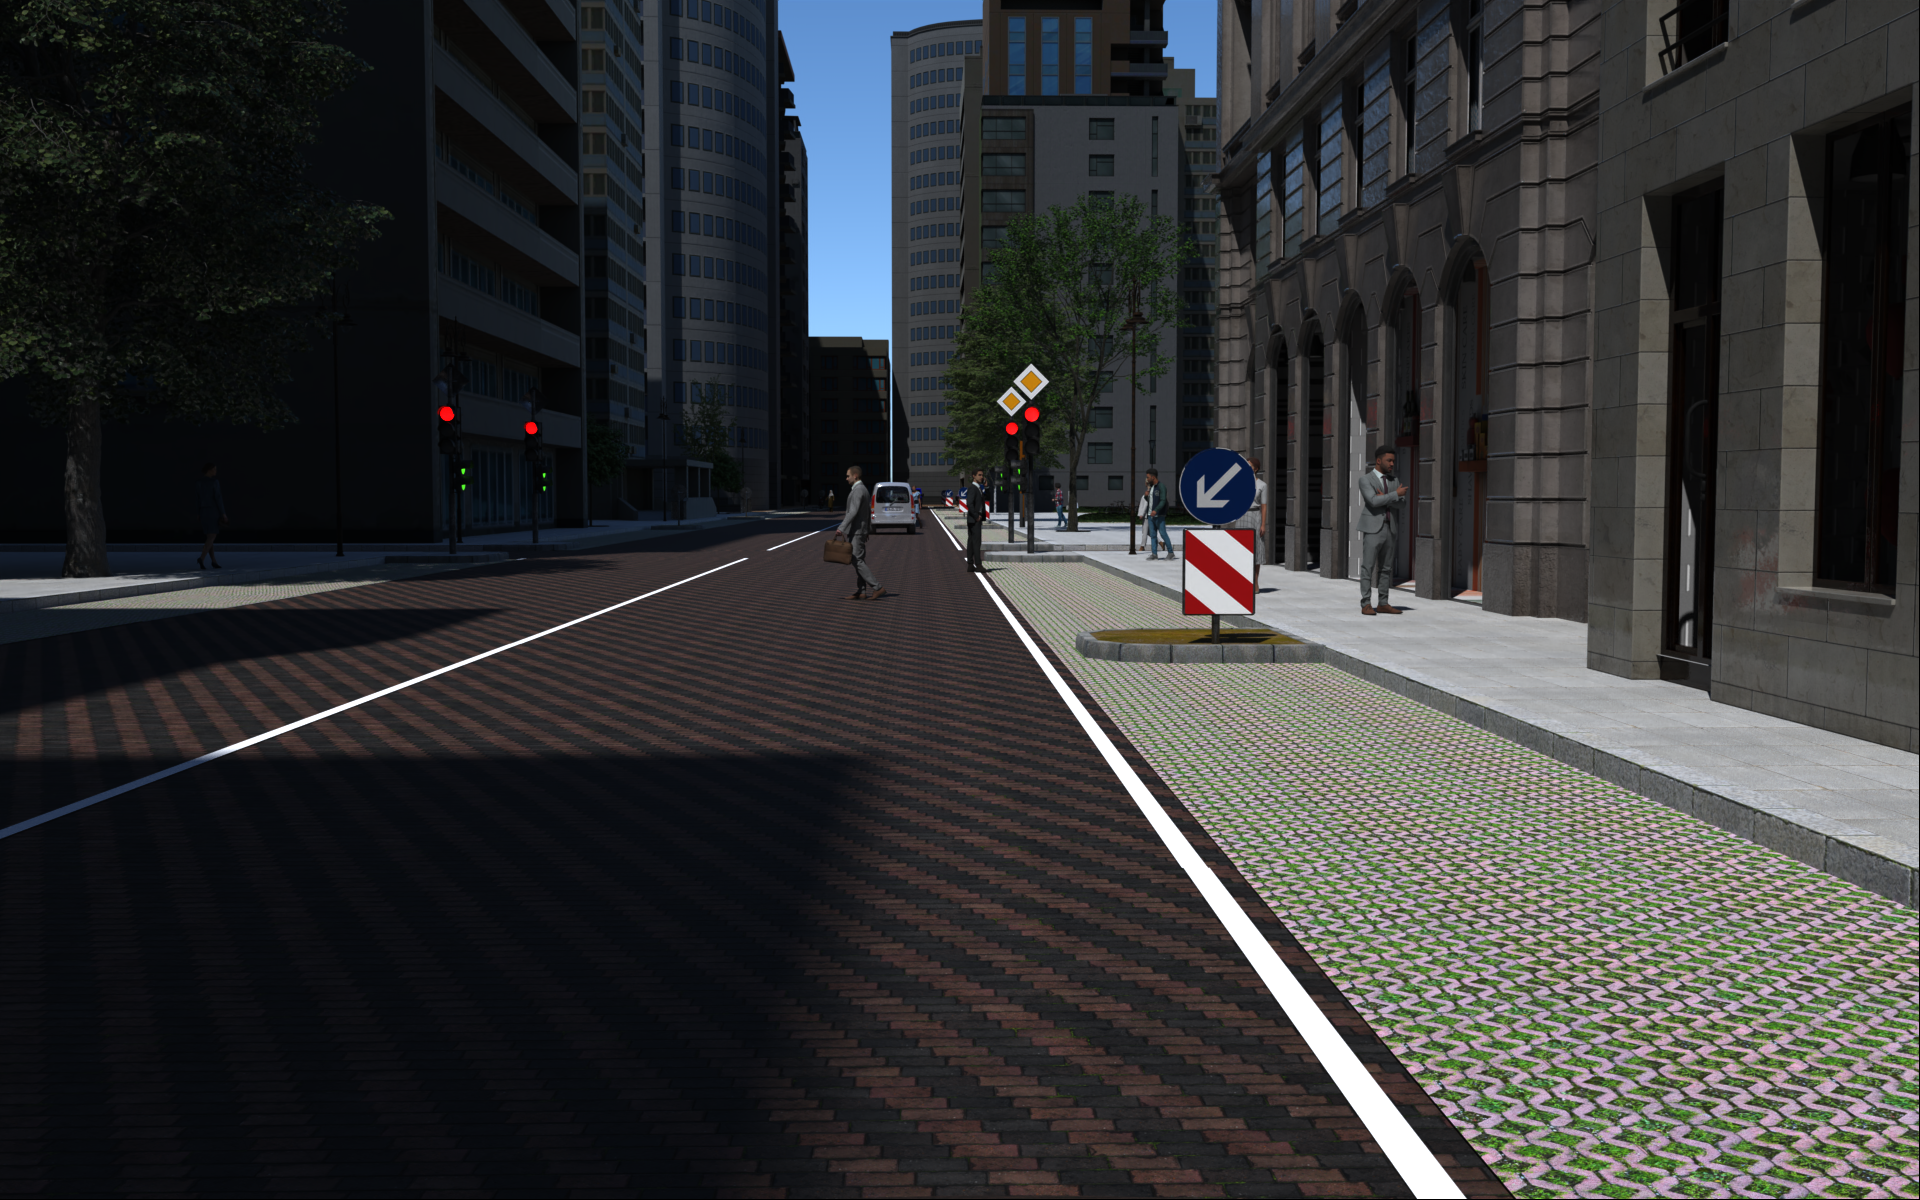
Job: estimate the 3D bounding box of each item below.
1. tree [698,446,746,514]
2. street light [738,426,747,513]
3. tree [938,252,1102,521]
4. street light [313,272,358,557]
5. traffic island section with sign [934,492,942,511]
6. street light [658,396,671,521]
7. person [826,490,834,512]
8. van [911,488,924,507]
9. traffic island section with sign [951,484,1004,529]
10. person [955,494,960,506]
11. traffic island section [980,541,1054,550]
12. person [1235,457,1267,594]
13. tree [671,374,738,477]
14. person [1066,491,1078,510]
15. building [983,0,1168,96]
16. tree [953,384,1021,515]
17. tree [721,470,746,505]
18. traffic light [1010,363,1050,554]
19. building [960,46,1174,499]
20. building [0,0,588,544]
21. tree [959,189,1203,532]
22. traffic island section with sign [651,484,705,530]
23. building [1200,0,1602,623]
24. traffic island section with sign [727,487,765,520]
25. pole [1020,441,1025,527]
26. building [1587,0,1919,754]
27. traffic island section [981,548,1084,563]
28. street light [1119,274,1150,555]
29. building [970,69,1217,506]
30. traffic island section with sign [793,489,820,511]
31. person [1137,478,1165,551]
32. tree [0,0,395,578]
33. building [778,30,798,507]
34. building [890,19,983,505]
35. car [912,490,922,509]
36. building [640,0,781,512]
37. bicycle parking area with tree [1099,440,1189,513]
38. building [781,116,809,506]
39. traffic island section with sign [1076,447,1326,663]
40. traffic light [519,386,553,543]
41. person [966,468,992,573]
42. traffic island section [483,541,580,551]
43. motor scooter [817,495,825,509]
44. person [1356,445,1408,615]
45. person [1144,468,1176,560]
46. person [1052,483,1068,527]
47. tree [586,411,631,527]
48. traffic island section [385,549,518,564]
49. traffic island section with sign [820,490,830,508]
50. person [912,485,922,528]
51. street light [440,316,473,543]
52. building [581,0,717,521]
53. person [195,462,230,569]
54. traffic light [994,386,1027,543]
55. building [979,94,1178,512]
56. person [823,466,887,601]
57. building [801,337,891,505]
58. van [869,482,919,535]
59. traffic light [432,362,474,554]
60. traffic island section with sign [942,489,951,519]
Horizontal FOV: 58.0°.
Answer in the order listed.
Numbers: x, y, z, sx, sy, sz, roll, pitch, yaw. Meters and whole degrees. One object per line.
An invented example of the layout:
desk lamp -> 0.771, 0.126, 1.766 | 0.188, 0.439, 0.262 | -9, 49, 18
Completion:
tree -> -15.603, -7.798, 111.218 | 4.285, 4.588, 4.351 | 0, 3, 0
street light -> -14.759, -8.868, 117.779 | 0.468, 5.910, 1.993 | 0, 4, -1
tree -> 2.920, -9.948, 80.781 | 7.486, 12.596, 7.792 | 0, 3, 0
street light -> -12.761, -3.834, 35.473 | 0.468, 5.910, 1.993 | 0, 4, -1
traffic island section with sign -> -1.035, -8.506, 147.697 | 1.989, 1.847, 2.006 | 0, 4, -1
street light -> -13.912, -6.648, 81.477 | 0.468, 5.910, 1.993 | 0, 4, -1
person -> -10.252, -7.794, 136.661 | 0.721, 1.736, 1.217 | -2, 4, -35
van -> -5.085, -11.367, 190.232 | 2.240, 2.365, 5.245 | 0, 4, -1
traffic island section with sign -> 0.764, -3.821, 71.106 | 1.989, 1.847, 2.006 | 0, 4, -1
person -> -0.172, -10.819, 186.162 | 0.697, 1.427, 0.421 | 0, 4, -5
traffic island section -> 1.362, -1.414, 45.398 | 2.009, 0.180, 2.903 | 0, 4, -1
person -> 3.678, -0.955, 22.231 | 0.480, 1.755, 0.524 | 2, 4, 23
tree -> -15.515, -9.516, 105.951 | 4.737, 8.622, 4.395 | 0, 3, 0
person -> 5.924, -5.177, 91.038 | 0.624, 1.780, 0.694 | -3, 5, -39
building -> 9.013, -30.161, 143.247 | 14.600, 45.320, 14.200 | 0, 4, -1
tree -> 1.922, -9.503, 105.743 | 4.360, 8.622, 3.978 | 0, 3, 0
tree -> -14.943, -7.375, 115.190 | 1.663, 3.219, 1.824 | 0, 3, 0
traffic light -> 1.509, -2.959, 37.300 | 0.839, 4.253, 0.868 | 0, 4, -1
building -> 10.856, -34.331, 185.018 | 21.300, 48.544, 21.600 | 0, 4, -1
building -> -24.580, -26.305, 53.792 | 21.300, 48.544, 21.600 | 0, 4, -1
tree -> 3.998, -8.120, 58.519 | 9.928, 11.665, 9.643 | 0, 3, 0
traffic island section with sign -> -11.333, -3.742, 69.814 | 1.989, 1.847, 2.006 | 0, 4, -1
building -> 11.485, -11.186, 24.687 | 13.314, 21.916, 24.055 | 0, 4, -1
traffic island section with sign -> -11.970, -5.418, 97.212 | 1.989, 1.847, 2.006 | 0, 4, -1
pole -> 2.397, -4.441, 66.448 | 0.158, 3.312, 0.155 | 0, 3, 0
building -> 10.002, -9.120, 3.866 | 10.420, 20.320, 16.860 | 0, 4, -1
traffic island section -> 1.550, -0.926, 37.415 | 2.009, 0.180, 2.903 | 0, 4, -1
street light -> 3.667, -3.903, 36.604 | 0.468, 5.910, 1.993 | 0, 4, -1
building -> 17.198, -28.794, 162.660 | 32.217, 40.220, 23.993 | 0, 4, -1
traffic island section with sign -> -13.136, -8.454, 146.851 | 1.989, 1.847, 2.006 | 0, 4, -1
person -> 4.596, -2.034, 41.629 | 0.818, 1.842, 0.514 | 0, 4, -4
tree -> -13.532, -7.335, 26.578 | 9.857, 13.997, 8.962 | 0, 3, 0
building -> -26.900, -31.028, 161.930 | 22.147, 44.769, 28.867 | 0, 4, -1
building -> 5.648, -41.108, 214.117 | 28.212, 58.520, 21.231 | 0, 4, -1
car -> -4.802, -9.742, 167.962 | 2.281, 1.827, 5.304 | 0, 4, -2
building -> -25.553, -36.149, 133.034 | 21.231, 58.520, 28.212 | 0, 4, -1
bicycle parking area with tree -> 12.101, -6.536, 93.872 | 8.231, 4.147, 9.016 | -2, 4, -27
building -> -23.711, -30.926, 189.228 | 14.086, 41.232, 14.154 | 0, 4, -1
traffic island section with sign -> 2.069, -0.420, 15.495 | 1.989, 1.847, 2.006 | 0, 4, -1
traffic light -> -11.035, -3.429, 44.978 | 0.839, 4.253, 0.868 | 0, 4, -1
person -> 0.350, -1.457, 31.678 | 0.474, 1.900, 0.648 | 0, 4, 0
traffic island section -> -11.076, -1.396, 45.112 | 2.009, 0.180, 2.903 | 0, 4, -1
motor scooter -> -13.358, -9.401, 166.487 | 0.815, 1.314, 1.986 | 0, 4, 0
person -> 4.505, -0.744, 18.397 | 0.511, 1.800, 0.466 | -3, 5, -40
person -> 3.807, -1.660, 33.529 | 0.721, 1.781, 0.623 | -3, 4, -36
person -> 3.858, -3.654, 66.622 | 0.643, 1.720, 0.563 | 0, 4, 4
tree -> -14.672, -5.173, 68.288 | 4.285, 4.588, 4.351 | 0, 3, 0
traffic island section -> -10.888, -0.908, 37.129 | 2.009, 0.180, 2.903 | 0, 4, -1
traffic island section with sign -> -13.772, -10.102, 173.799 | 1.989, 1.847, 2.006 | 0, 4, -1
person -> -1.883, -3.847, 71.494 | 0.616, 1.811, 0.778 | 2, 4, 35
street light -> -13.101, -4.427, 45.174 | 0.468, 5.910, 1.993 | 0, 4, -1
building -> -29.790, -24.350, 90.007 | 32.217, 40.220, 23.993 | 0, 4, -1
person -> -12.853, -1.438, 29.582 | 0.581, 1.822, 0.654 | 2, 4, 27
traffic light -> 1.322, -3.447, 45.283 | 0.839, 4.253, 0.868 | 0, 4, -1
building -> 8.368, -21.858, 129.074 | 14.160, 30.474, 14.107 | 0, 4, -1
person -> -1.403, -0.907, 23.443 | 0.853, 1.813, 0.709 | 0, 4, 3
building -> -23.401, -22.778, 217.467 | 28.899, 21.520, 27.650 | 0, 4, -1
van -> -2.464, -3.397, 62.551 | 2.013, 2.044, 4.112 | 0, 4, -3
traffic light -> -10.848, -2.940, 36.996 | 0.839, 4.253, 0.868 | 0, 4, -1
traffic island section with sign -> 0.121, -5.476, 98.157 | 1.989, 1.847, 2.006 | 0, 4, -1
